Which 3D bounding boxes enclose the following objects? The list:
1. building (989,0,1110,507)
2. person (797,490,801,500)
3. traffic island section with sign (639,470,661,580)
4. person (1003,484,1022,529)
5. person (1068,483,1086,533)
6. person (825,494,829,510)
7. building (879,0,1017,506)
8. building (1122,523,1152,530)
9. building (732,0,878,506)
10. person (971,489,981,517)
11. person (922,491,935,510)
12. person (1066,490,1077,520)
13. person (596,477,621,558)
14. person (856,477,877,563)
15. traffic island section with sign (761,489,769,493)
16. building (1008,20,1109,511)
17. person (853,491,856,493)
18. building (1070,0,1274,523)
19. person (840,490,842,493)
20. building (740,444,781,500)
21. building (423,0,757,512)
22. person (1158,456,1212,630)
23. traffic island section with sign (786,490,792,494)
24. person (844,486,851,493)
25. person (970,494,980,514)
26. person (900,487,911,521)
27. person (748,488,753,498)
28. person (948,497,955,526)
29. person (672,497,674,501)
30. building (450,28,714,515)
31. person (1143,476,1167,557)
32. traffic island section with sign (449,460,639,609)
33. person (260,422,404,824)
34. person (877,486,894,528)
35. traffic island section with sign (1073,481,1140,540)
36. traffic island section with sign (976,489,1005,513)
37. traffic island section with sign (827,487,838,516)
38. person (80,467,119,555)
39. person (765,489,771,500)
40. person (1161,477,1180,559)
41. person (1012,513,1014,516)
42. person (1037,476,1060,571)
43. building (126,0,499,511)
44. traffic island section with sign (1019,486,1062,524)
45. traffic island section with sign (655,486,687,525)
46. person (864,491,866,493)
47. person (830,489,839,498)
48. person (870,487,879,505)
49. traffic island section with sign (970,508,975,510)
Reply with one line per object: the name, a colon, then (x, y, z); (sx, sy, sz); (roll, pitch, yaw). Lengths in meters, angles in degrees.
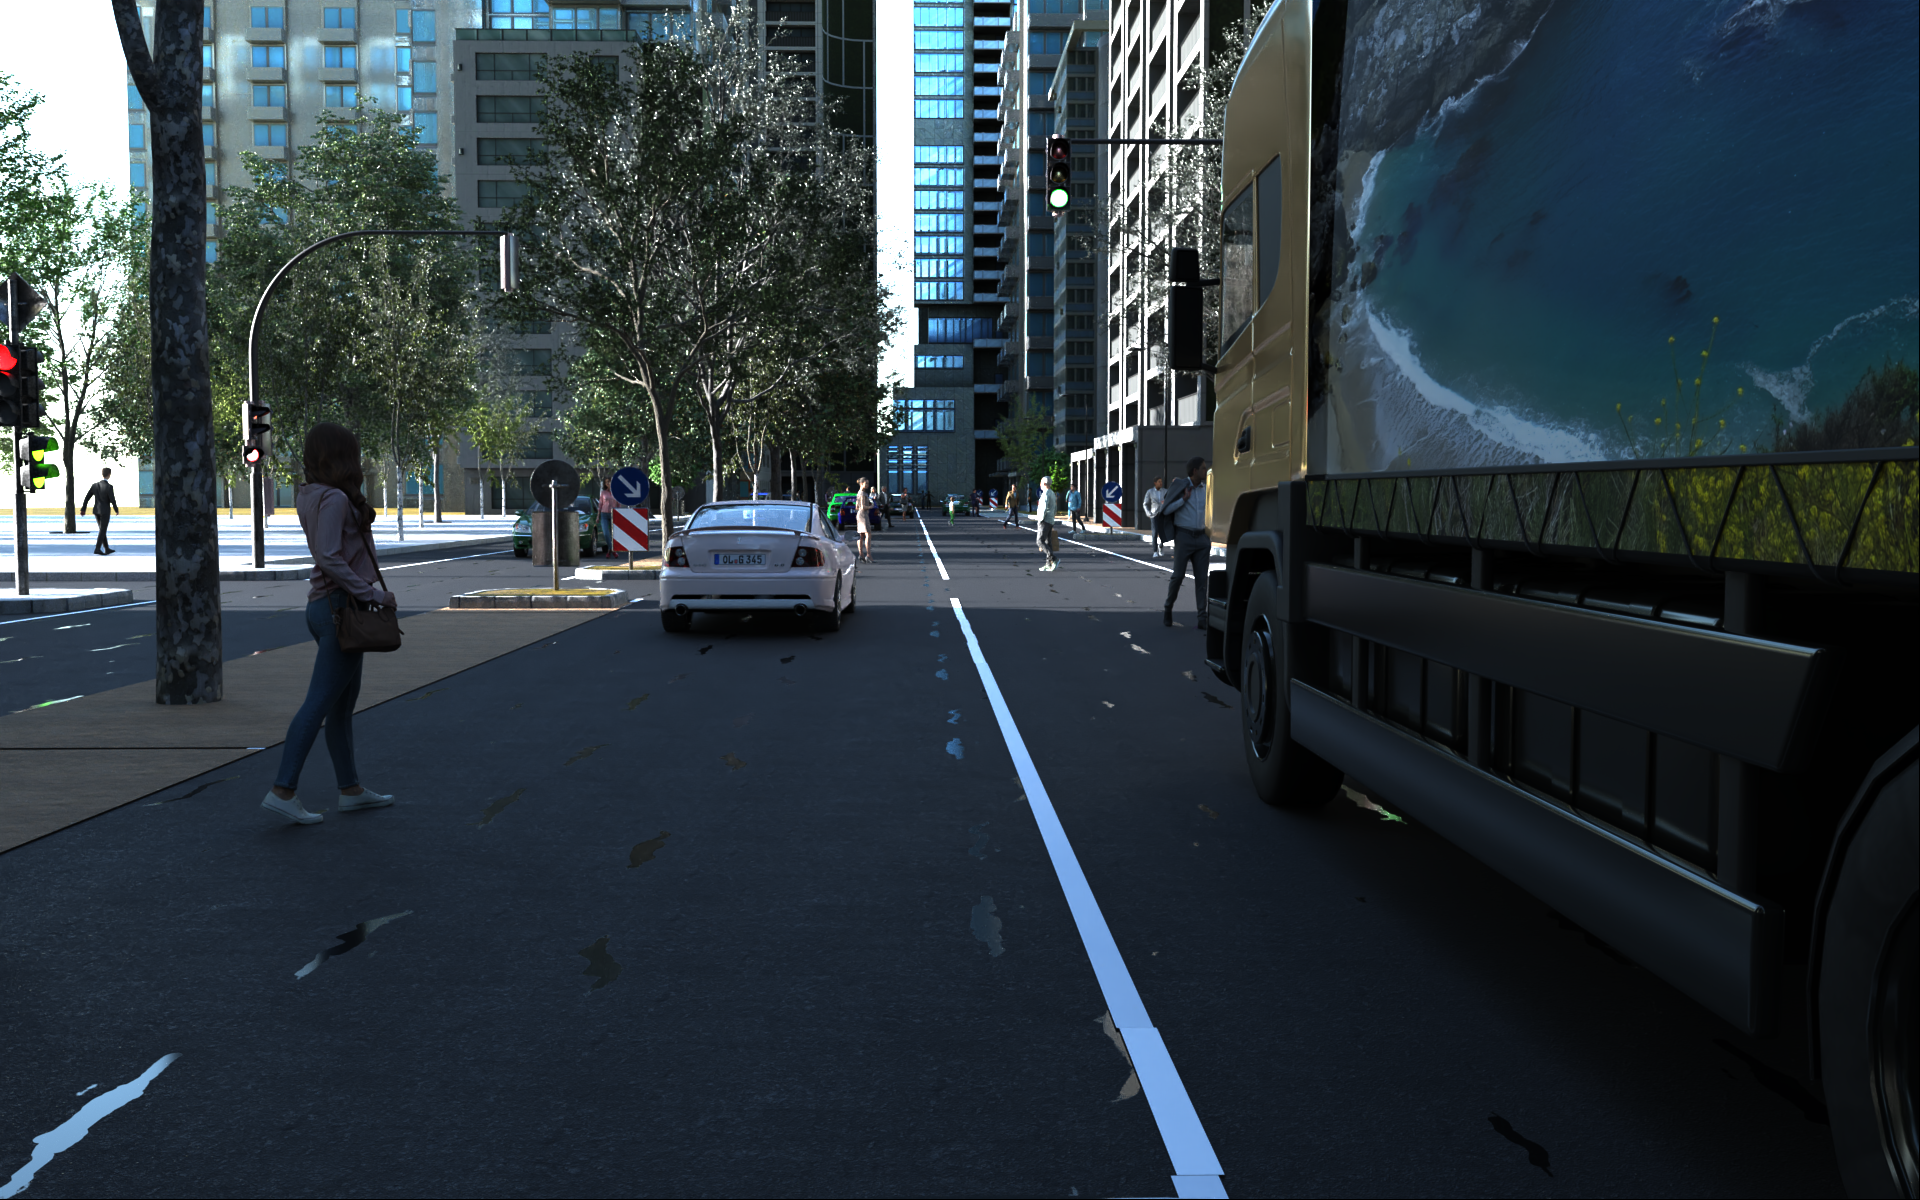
building: (15.051, -33.391, 165.554); (23.786, 49.044, 30.456); (0, 4, -2)
person: (-14.274, -8.841, 153.046); (0.705, 1.824, 1.348); (0, 4, 3)
traffic island section with sign: (-5.582, -1.330, 29.880); (2.006, 1.907, 1.989); (0, 4, -2)
person: (2.145, -3.846, 71.294); (0.836, 1.842, 0.656); (2, 4, 26)
person: (4.303, -3.361, 63.467); (0.620, 1.820, 0.660); (-2, 4, -30)
person: (-11.723, -8.781, 152.993); (0.530, 1.710, 0.541); (1, 4, 23)
building: (6.328, -54.159, 198.175); (31.000, 86.520, 22.319); (0, 4, -2)
building: (16.406, -38.302, 64.495); (20.563, 71.187, 20.611); (0, 4, -2)
building: (-19.873, -46.424, 197.284); (20.611, 71.187, 20.563); (0, 4, -2)
person: (1.035, -6.090, 108.519); (0.683, 1.767, 0.568); (-3, 5, -40)
person: (-2.857, -9.153, 158.870); (1.217, 1.735, 0.721); (0, 4, 0)
person: (5.641, -4.913, 86.711); (0.623, 1.781, 0.721); (0, 4, -8)
person: (-7.835, -1.841, 38.607); (0.555, 1.821, 0.388); (-1, 4, -13)
person: (-1.970, -1.676, 36.249); (0.374, 1.781, 0.599); (-1, 4, -17)
traffic island section with sign: (-14.797, -7.531, 131.760); (1.989, 1.847, 2.006); (0, 4, -2)
building: (20.282, -27.319, 138.548); (32.217, 40.220, 23.993); (0, 4, -2)
person: (-9.127, -8.669, 150.914); (0.721, 1.739, 1.217); (3, 5, 43)
building: (17.214, -40.051, 93.088); (20.563, 71.187, 20.611); (0, 4, -2)
person: (-9.164, -7.597, 133.638); (0.541, 1.710, 0.530); (1, 4, 10)
building: (-32.800, -19.689, 166.956); (28.899, 21.520, 27.650); (0, 4, -2)
building: (-28.434, -31.423, 133.377); (23.786, 49.044, 30.456); (0, 4, -2)
person: (2.425, -0.606, 18.507); (0.679, 1.850, 0.850); (-1, 4, -23)
traffic island section with sign: (-15.586, -9.193, 158.934); (1.989, 1.847, 2.006); (0, 4, -2)
person: (-5.502, -4.592, 83.761); (0.592, 1.802, 0.473); (-1, 4, -23)
person: (1.038, -6.791, 122.774); (0.697, 1.427, 0.421); (0, 4, 1)
person: (-2.882, -5.034, 91.170); (0.532, 1.782, 0.716); (2, 4, 35)
person: (-13.324, -6.263, 110.912); (0.705, 1.823, 1.348); (1, 4, 10)
person: (-0.376, -3.999, 78.134); (0.306, 1.304, 0.590); (2, 4, 34)
person: (-11.995, -3.840, 71.464); (0.526, 1.800, 0.537); (2, 4, 23)
building: (-23.789, -20.795, 111.696); (14.160, 30.474, 14.107); (0, 4, -2)
person: (4.504, -1.906, 39.514); (0.661, 1.843, 0.795); (0, 4, -2)
traffic island section with sign: (-5.377, -0.877, 22.476); (2.006, 1.907, 1.989); (0, 4, -2)
person: (-2.822, 0.085, 7.694); (0.643, 1.750, 0.593); (-2, 4, -35)
person: (-3.188, -3.975, 73.881); (0.834, 1.777, 0.661); (3, 5, 41)
traffic island section with sign: (4.640, -2.844, 55.123); (1.989, 1.847, 2.006); (0, 4, -2)
traffic island section with sign: (2.409, -7.561, 132.247); (1.989, 1.847, 2.006); (0, 4, -2)
traffic island section with sign: (-7.767, -5.924, 104.987); (2.006, 1.907, 1.989); (0, 4, -2)
person: (-18.014, -1.875, 36.480); (0.659, 1.850, 0.755); (1, 4, 15)
person: (-8.486, -4.253, 78.317); (0.678, 1.792, 0.850); (0, 4, -7)
person: (4.789, -1.829, 38.586); (0.590, 1.801, 0.661); (-2, 4, -33)
person: (3.483, -6.218, 113.392); (0.421, 1.427, 0.697); (-1, 4, -23)
person: (1.690, -1.438, 32.502); (0.515, 1.767, 0.782); (1, 4, 16)
building: (-62.617, -33.510, 167.496); (30.456, 49.044, 23.786); (0, 4, -2)
traffic island section with sign: (3.834, -4.560, 83.184); (1.989, 1.847, 2.006); (0, 4, -2)
traffic island section with sign: (-13.357, -4.494, 82.106); (1.989, 1.847, 2.006); (0, 4, -2)
person: (-7.928, -8.342, 145.415); (0.721, 1.766, 1.217); (-2, 4, -31)
person: (-8.549, -6.795, 119.581); (1.348, 1.826, 0.705); (2, 4, 25)
person: (-4.296, -4.797, 87.118); (0.537, 1.800, 0.526); (0, 4, -2)
traffic island section with sign: (1.635, -9.209, 159.191); (1.989, 1.847, 2.006); (0, 4, -2)
